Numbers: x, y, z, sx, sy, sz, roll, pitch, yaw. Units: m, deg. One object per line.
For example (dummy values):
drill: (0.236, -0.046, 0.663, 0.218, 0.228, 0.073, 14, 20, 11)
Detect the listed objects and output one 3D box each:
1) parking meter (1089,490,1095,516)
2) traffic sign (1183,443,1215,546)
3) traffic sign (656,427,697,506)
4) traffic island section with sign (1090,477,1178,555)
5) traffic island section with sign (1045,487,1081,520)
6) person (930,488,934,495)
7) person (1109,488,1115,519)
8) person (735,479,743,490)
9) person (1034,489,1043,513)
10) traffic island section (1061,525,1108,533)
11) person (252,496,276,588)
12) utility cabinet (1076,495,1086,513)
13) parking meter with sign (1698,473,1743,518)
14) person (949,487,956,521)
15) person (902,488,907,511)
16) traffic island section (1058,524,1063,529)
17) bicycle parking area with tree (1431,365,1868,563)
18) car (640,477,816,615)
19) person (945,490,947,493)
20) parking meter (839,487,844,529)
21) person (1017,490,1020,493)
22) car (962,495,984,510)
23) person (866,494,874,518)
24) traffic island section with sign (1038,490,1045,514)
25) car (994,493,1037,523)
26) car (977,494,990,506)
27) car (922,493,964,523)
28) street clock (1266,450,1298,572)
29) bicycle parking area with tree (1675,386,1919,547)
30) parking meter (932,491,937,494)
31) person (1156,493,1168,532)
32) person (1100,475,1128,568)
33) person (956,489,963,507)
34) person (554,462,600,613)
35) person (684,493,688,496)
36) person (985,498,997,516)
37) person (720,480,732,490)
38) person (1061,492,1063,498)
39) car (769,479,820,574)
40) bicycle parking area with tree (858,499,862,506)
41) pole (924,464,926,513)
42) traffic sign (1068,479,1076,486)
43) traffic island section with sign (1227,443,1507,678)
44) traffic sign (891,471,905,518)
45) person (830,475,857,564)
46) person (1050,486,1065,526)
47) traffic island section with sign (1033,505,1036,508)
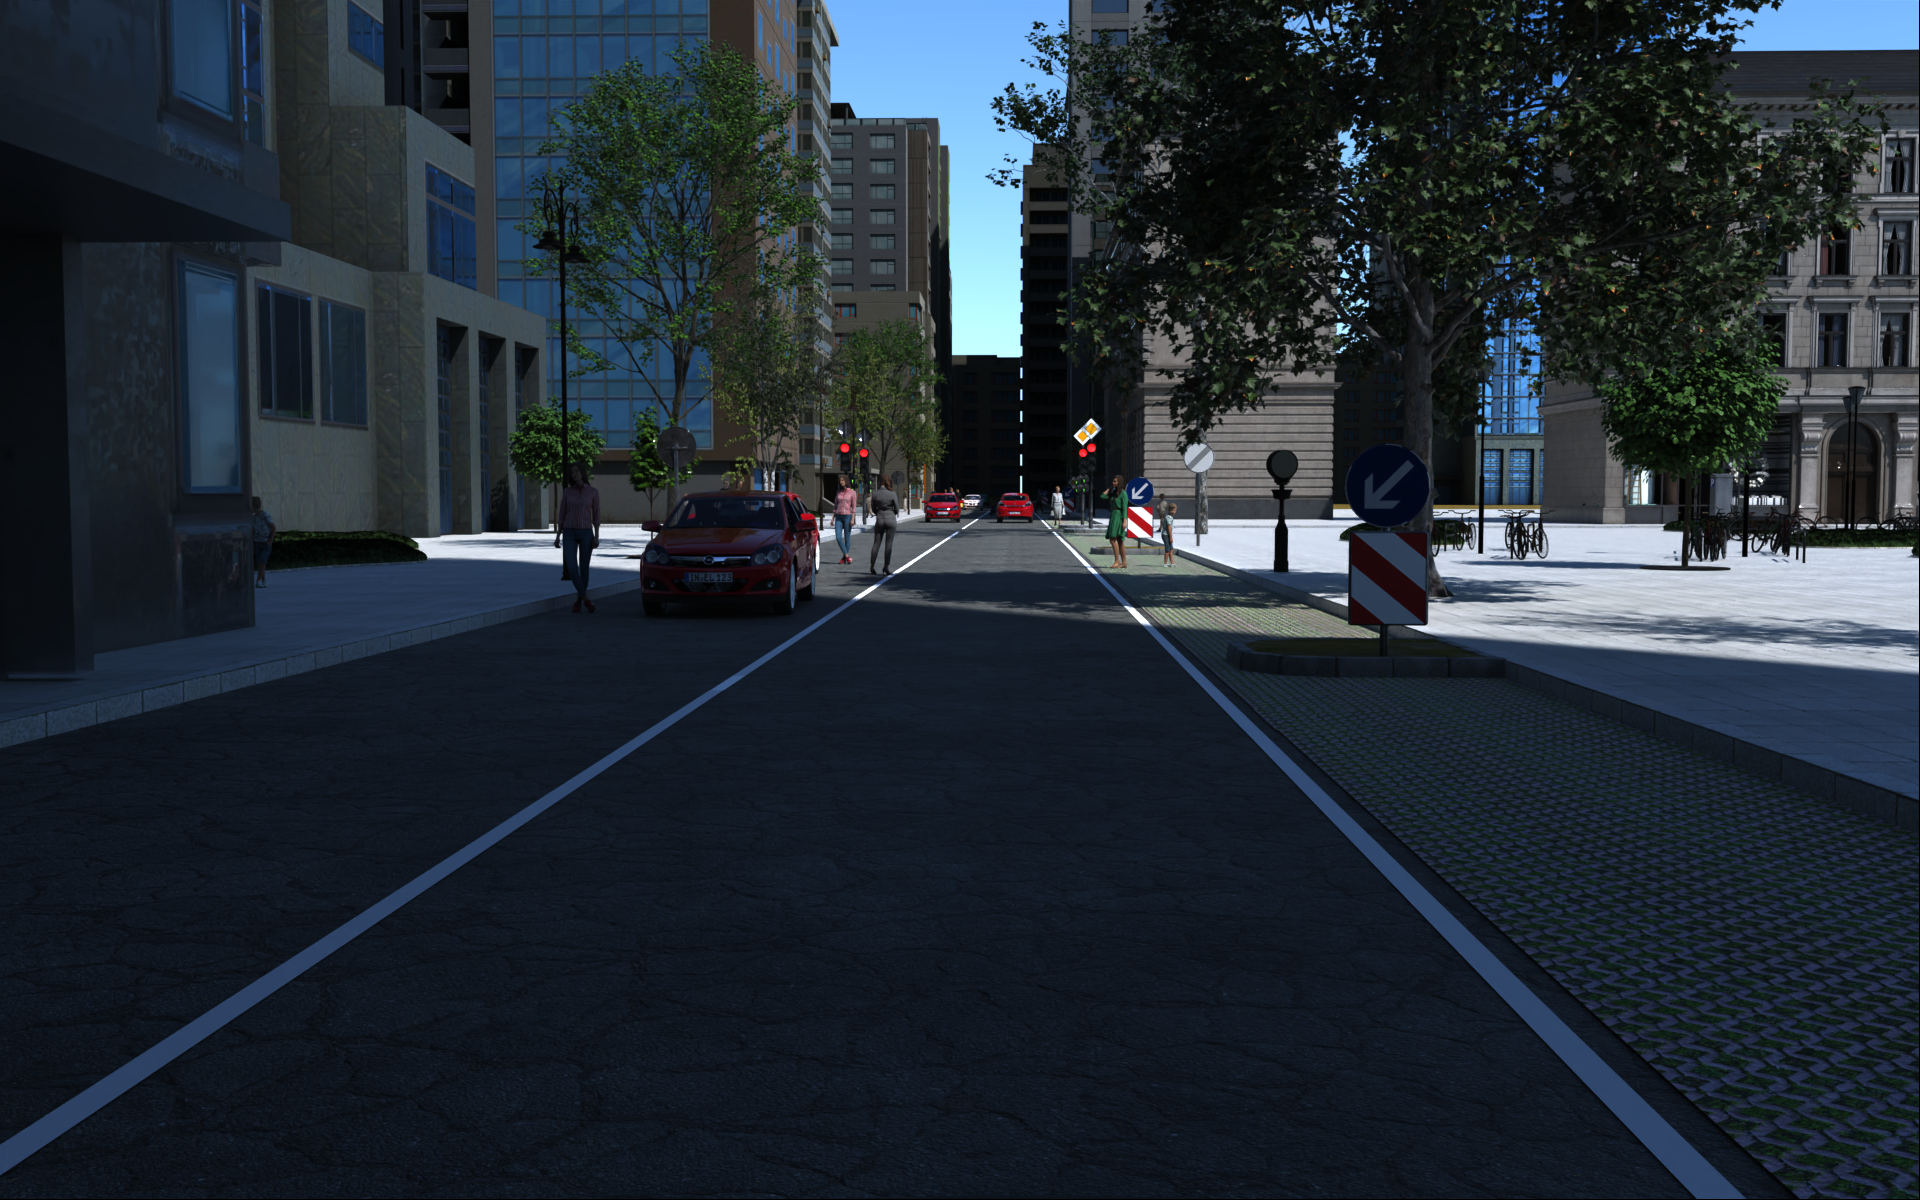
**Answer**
parking meter: (7.609, -5.601, 99.995, 0.372, 1.533, 0.369, 0, 3, 0)
traffic sign: (5.865, -2.599, 42.593, 0.768, 2.556, 0.104, 0, 4, 3)
traffic sign: (-5.361, -1.997, 32.756, 0.768, 2.556, 0.104, 0, 4, 3)
traffic island section with sign: (4.126, -1.999, 41.317, 1.989, 1.847, 2.006, 0, 4, 2)
traffic island section with sign: (5.935, -5.399, 96.899, 1.989, 1.847, 2.006, 0, 4, 2)
person: (-2.171, -8.144, 139.744, 0.362, 1.759, 0.519, -1, 4, -20)
person: (7.891, -5.014, 87.878, 0.748, 1.841, 0.638, 0, 4, -4)
person: (-6.789, -2.827, 53.011, 0.760, 1.731, 0.466, -2, 4, -34)
person: (6.026, -7.432, 130.407, 0.834, 1.777, 0.661, 0, 4, 6)
traffic island section: (4.869, -2.564, 64.207, 2.009, 0.180, 2.903, 0, 4, 2)
person: (-9.597, -0.800, 23.800, 0.352, 1.250, 0.332, -2, 4, -35)
utility cabinet: (8.338, -6.617, 119.344, 0.306, 1.237, 1.020, 2, 4, 29)
parking meter with sign: (28.208, -4.150, 64.119, 1.738, 3.016, 0.543, 0, 4, -2)
person: (-0.371, -5.136, 92.660, 0.592, 1.802, 0.473, -2, 4, -31)
person: (-4.108, -7.457, 128.512, 0.362, 1.759, 0.519, 0, 4, -6)
traffic island section: (5.126, -3.052, 72.188, 2.009, 0.180, 2.903, 0, 4, 2)
bicycle parking area with tree: (13.708, -3.017, 36.332, 8.231, 4.147, 9.016, 2, 4, 35)
car: (-2.860, -0.787, 21.901, 2.155, 1.783, 4.494, 0, 4, 0)
person: (-1.560, -10.755, 182.445, 0.434, 1.755, 0.990, 0, 4, -2)
parking meter: (-4.233, -3.544, 63.654, 0.399, 1.863, 0.255, 0, 4, -3)
person: (6.076, -10.413, 178.387, 1.348, 1.869, 0.705, 2, 4, 33)
car: (1.181, -8.890, 157.719, 2.083, 1.381, 4.827, 0, 4, 1)
person: (-4.903, -5.058, 93.019, 0.640, 1.303, 0.475, 2, 4, 27)
traffic island section with sign: (6.802, -7.047, 123.840, 1.989, 1.847, 2.006, 0, 4, 2)
car: (2.784, -4.776, 87.132, 2.155, 1.783, 4.494, 0, 4, 3)
car: (2.567, -11.742, 200.775, 1.959, 1.807, 4.718, 0, 4, 2)
car: (-0.870, -4.854, 88.400, 2.155, 1.783, 4.494, 0, 3, 0)
street clock: (5.287, -1.462, 28.466, 0.471, 2.002, 0.358, -1, 4, -10)
bicycle parking area with tree: (24.861, -3.771, 48.651, 9.016, 4.147, 8.231, 3, 4, 39)
parking meter: (-2.017, -7.819, 136.248, 0.372, 1.533, 0.369, 0, 3, 0)
person: (6.762, -2.918, 58.020, 0.475, 1.303, 0.640, -3, 5, -40)
person: (3.045, -1.496, 33.201, 0.529, 1.795, 0.600, -3, 4, -38)
person: (-0.379, -7.665, 134.037, 0.699, 1.804, 1.509, -2, 4, -31)
person: (-4.637, -0.762, 20.972, 0.555, 1.821, 0.388, -1, 4, -13)
person: (-9.936, -3.213, 62.845, 0.640, 1.303, 0.475, 2, 4, 33)
person: (2.209, -6.099, 113.713, 1.012, 1.151, 0.738, 1, 4, 20)
person: (-8.185, -3.300, 60.421, 0.576, 1.772, 0.534, -1, 4, -23)
person: (10.229, -10.509, 177.741, 0.709, 1.838, 0.599, -1, 4, -9)
car: (-3.490, -1.258, 29.616, 2.155, 1.783, 4.494, 0, 4, 3)
bicycle parking area with tree: (-11.624, -9.353, 139.927, 8.231, 4.147, 9.016, -1, 4, -16)
pole: (-2.394, -7.606, 118.203, 0.158, 3.312, 0.155, 0, 3, 0)
traffic sign: (8.863, -8.299, 135.421, 0.795, 2.593, 0.064, 0, 4, 6)
traffic island section with sign: (3.274, -0.352, 14.375, 1.989, 1.847, 2.006, 0, 4, 2)
traffic sign: (-3.386, -5.771, 94.469, 0.768, 2.556, 0.104, 0, 4, 5)
person: (-2.389, -1.644, 35.390, 0.555, 1.821, 0.388, 1, 4, 13)
person: (4.430, -4.238, 78.148, 0.694, 1.780, 0.624, 1, 4, 10)
traffic island section with sign: (8.426, -10.147, 174.530, 1.989, 1.847, 2.006, 0, 4, 2)
